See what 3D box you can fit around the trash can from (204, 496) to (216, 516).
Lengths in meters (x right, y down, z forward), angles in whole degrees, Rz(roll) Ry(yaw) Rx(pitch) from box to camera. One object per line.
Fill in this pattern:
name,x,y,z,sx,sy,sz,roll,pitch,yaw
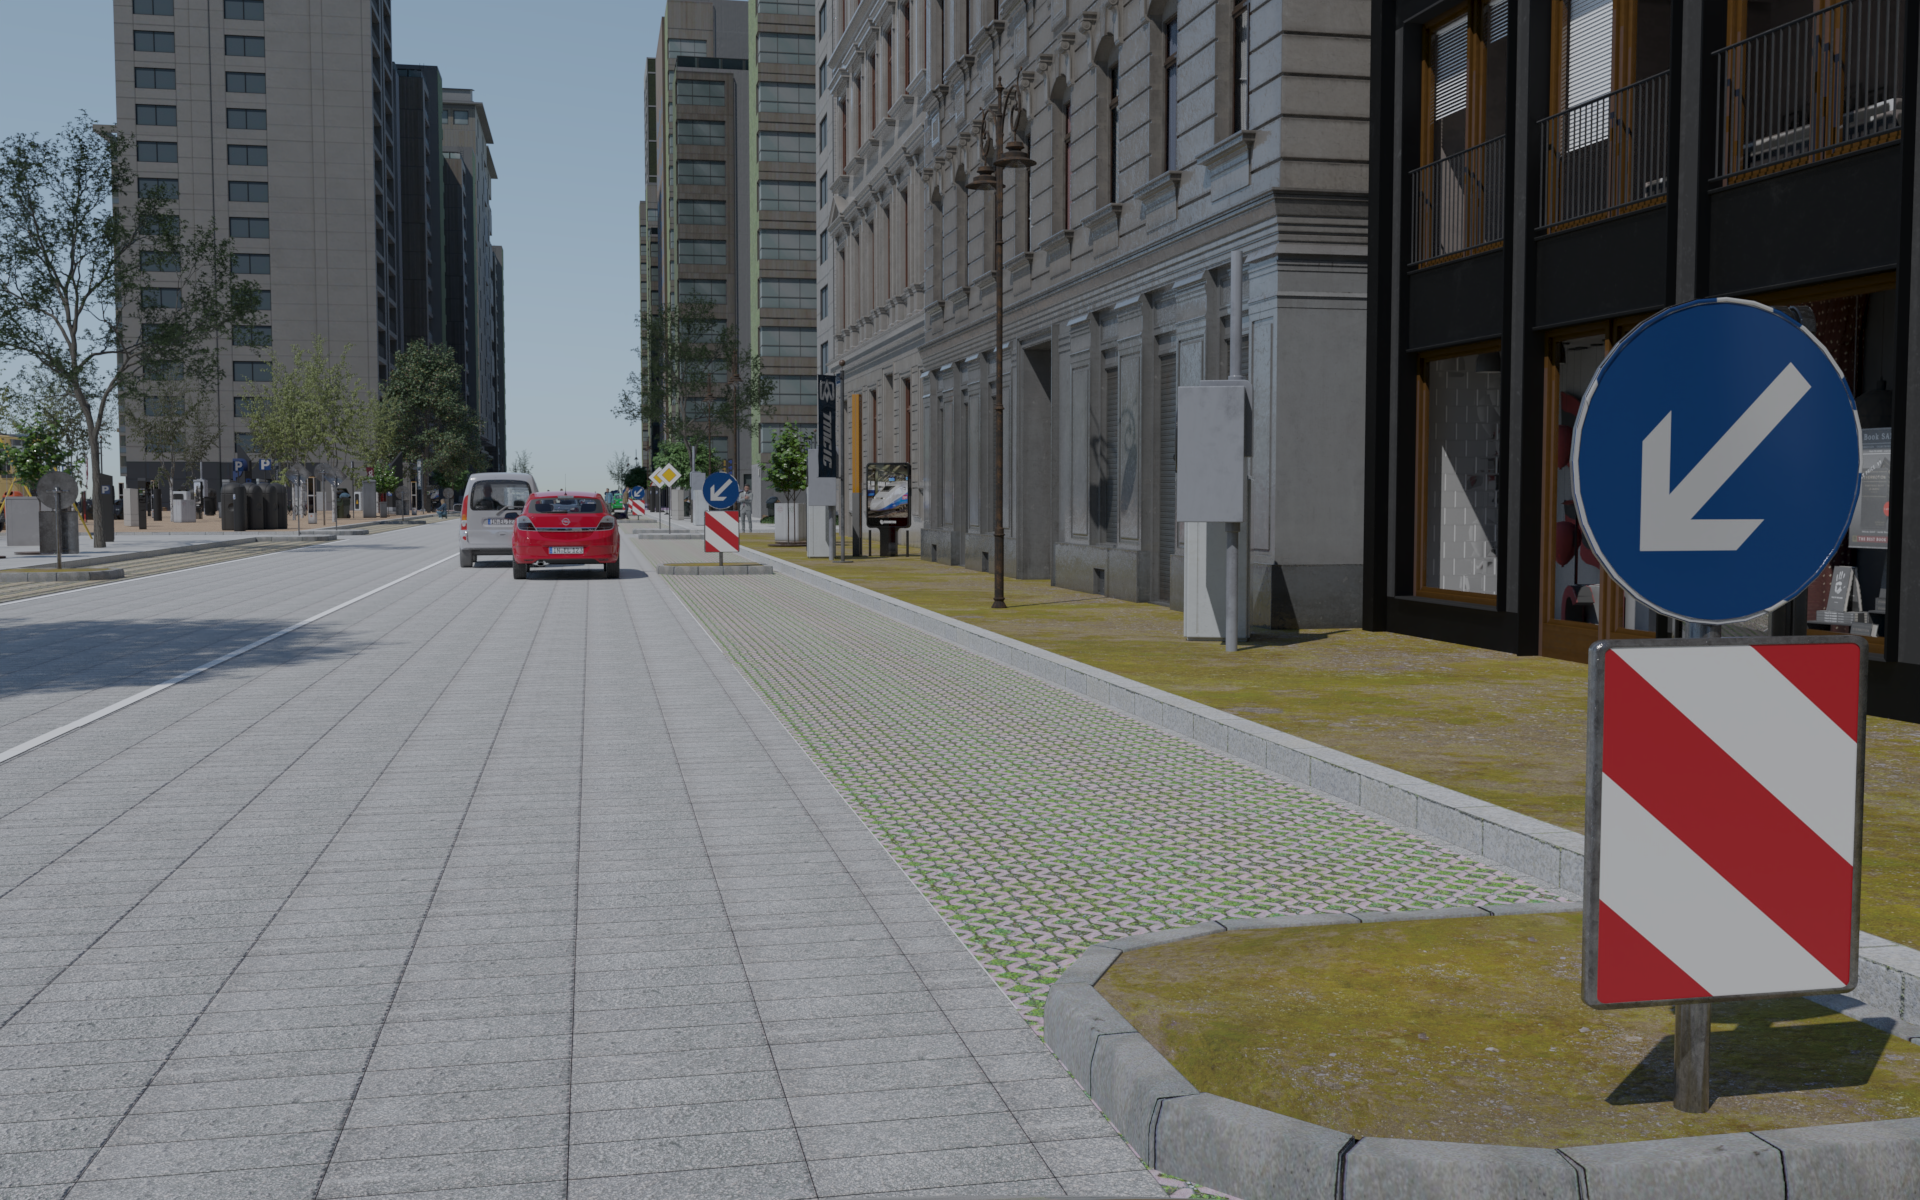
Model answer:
trash can,-44.236,-5.536,102.165,0.748,1.137,0.748,0,3,0

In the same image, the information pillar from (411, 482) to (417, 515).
information pillar,-32.829,-6.095,104.149,0.304,2.012,0.304,-1,4,-14

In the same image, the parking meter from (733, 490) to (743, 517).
parking meter,-12.224,-5.367,96.158,0.372,1.533,0.369,0,3,0

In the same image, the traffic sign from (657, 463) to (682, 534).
traffic sign,-9.316,-3.172,55.507,0.795,2.450,0.064,-1,4,-12

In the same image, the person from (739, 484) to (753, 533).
person,-7.536,-3.198,60.972,0.511,1.800,0.466,0,4,-7

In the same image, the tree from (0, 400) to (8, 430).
tree,-61.435,-9.600,107.328,4.360,8.622,3.978,0,3,0

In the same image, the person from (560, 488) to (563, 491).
person,-27.896,-6.906,121.423,0.388,1.821,0.555,2,4,23

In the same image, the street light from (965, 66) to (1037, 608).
street light,0.441,-2.846,19.323,0.468,5.910,1.993,-1,4,-12

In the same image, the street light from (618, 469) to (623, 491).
street light,-50.345,-17.452,258.120,0.468,5.910,1.993,-1,4,-12

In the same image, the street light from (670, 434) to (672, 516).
street light,-16.833,-7.849,101.121,0.468,5.910,1.993,-1,4,-12

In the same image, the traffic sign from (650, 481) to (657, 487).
traffic sign,-21.552,-7.513,122.847,0.884,2.594,0.081,0,4,-5

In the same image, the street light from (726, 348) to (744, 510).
street light,-7.139,-5.028,54.992,0.468,5.910,1.993,-1,4,-12

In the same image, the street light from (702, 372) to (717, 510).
street light,-9.453,-5.666,65.422,0.468,5.910,1.993,-1,4,-12

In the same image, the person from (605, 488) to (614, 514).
person,-20.817,-5.746,102.786,0.601,1.785,0.444,3,4,38

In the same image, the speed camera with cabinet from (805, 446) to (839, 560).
speed camera with cabinet,-2.752,-2.445,34.308,0.660,3.252,2.038,0,4,-6

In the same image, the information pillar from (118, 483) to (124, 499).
information pillar,-53.824,-6.526,111.193,0.304,2.012,0.304,-1,4,-18

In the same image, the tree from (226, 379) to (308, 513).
tree,-43.875,-9.785,110.343,4.360,8.622,3.978,0,3,0

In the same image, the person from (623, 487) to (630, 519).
person,-18.872,-5.470,97.850,0.656,1.842,0.836,2,4,32

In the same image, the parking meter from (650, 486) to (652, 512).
parking meter,-21.494,-7.052,121.013,0.255,1.863,0.399,-2,4,-32

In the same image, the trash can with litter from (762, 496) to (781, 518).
trash can with litter,-8.884,-4.270,81.196,0.624,1.170,1.055,2,4,26

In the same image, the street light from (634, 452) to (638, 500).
street light,-32.991,-12.463,176.564,0.468,5.910,1.993,-1,4,-12

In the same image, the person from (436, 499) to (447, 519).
person,-30.001,-5.262,100.027,0.738,1.151,1.012,0,4,4

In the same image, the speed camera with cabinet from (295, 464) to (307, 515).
speed camera with cabinet,-40.361,-6.819,105.818,0.660,3.252,2.038,-1,4,-14

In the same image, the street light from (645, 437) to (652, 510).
street light,-25.539,-10.325,141.599,0.468,5.910,1.993,-1,4,-12

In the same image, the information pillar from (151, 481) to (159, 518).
information pillar,-43.662,-5.473,93.973,0.304,2.012,0.304,3,5,40

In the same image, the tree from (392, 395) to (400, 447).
tree,-39.741,-10.224,117.518,4.737,8.622,4.395,0,3,0

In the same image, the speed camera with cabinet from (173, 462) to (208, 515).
speed camera with cabinet,-47.296,-6.847,106.289,2.038,3.252,0.660,0,4,-2

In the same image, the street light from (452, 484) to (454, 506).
street light,-40.238,-10.065,137.348,0.468,5.910,1.993,-1,4,-12

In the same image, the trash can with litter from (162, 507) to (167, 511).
trash can with litter,-59.934,-7.247,129.874,1.055,1.170,0.624,-1,4,-18

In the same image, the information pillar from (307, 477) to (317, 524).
information pillar,-27.850,-4.279,74.448,0.304,2.012,0.304,0,4,-3

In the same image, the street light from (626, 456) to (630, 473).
street light,-42.851,-15.314,223.164,0.468,5.910,1.993,-1,4,-12

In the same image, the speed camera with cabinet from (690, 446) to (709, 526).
speed camera with cabinet,-10.655,-4.688,70.989,0.660,3.252,2.038,-1,4,-14

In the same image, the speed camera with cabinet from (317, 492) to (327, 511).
speed camera with cabinet,-48.491,-8.265,129.468,2.038,3.252,0.660,-3,4,-37

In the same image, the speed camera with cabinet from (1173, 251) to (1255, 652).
speed camera with cabinet,2.211,-1.258,14.909,0.660,3.252,2.038,1,4,12

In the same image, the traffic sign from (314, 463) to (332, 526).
traffic sign,-25.932,-4.311,70.591,0.768,2.556,0.104,0,4,-5

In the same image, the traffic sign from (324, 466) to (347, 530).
traffic sign,-21.980,-3.509,61.008,0.795,2.450,0.064,-1,4,-12

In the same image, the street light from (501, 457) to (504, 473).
street light,-57.435,-14.972,217.575,0.468,5.910,1.993,-1,4,-12

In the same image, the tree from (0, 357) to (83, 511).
tree,-49.273,-8.758,93.557,4.737,8.622,4.395,0,3,0

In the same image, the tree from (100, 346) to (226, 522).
tree,-36.770,-7.930,80.022,4.360,8.622,3.978,0,3,0

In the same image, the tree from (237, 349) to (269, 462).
tree,-32.681,-8.180,84.100,4.737,8.622,4.395,0,3,0

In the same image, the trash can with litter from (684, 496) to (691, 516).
trash can with litter,-15.803,-5.315,98.287,1.055,1.170,0.624,0,4,-2

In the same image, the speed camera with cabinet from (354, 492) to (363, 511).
speed camera with cabinet,-45.551,-8.441,132.340,2.038,3.252,0.660,3,5,43

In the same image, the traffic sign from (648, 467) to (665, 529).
traffic sign,-10.977,-3.650,63.318,0.795,2.450,0.064,-1,4,-12

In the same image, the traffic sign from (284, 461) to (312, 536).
traffic sign,-20.320,-3.031,53.197,0.795,2.450,0.064,-1,4,-12

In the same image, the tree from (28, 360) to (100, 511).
tree,-45.690,-8.512,89.539,4.360,8.622,3.978,0,3,0

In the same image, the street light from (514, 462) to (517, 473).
street light,-64.795,-17.111,252.559,0.468,5.910,1.993,-1,4,-12
